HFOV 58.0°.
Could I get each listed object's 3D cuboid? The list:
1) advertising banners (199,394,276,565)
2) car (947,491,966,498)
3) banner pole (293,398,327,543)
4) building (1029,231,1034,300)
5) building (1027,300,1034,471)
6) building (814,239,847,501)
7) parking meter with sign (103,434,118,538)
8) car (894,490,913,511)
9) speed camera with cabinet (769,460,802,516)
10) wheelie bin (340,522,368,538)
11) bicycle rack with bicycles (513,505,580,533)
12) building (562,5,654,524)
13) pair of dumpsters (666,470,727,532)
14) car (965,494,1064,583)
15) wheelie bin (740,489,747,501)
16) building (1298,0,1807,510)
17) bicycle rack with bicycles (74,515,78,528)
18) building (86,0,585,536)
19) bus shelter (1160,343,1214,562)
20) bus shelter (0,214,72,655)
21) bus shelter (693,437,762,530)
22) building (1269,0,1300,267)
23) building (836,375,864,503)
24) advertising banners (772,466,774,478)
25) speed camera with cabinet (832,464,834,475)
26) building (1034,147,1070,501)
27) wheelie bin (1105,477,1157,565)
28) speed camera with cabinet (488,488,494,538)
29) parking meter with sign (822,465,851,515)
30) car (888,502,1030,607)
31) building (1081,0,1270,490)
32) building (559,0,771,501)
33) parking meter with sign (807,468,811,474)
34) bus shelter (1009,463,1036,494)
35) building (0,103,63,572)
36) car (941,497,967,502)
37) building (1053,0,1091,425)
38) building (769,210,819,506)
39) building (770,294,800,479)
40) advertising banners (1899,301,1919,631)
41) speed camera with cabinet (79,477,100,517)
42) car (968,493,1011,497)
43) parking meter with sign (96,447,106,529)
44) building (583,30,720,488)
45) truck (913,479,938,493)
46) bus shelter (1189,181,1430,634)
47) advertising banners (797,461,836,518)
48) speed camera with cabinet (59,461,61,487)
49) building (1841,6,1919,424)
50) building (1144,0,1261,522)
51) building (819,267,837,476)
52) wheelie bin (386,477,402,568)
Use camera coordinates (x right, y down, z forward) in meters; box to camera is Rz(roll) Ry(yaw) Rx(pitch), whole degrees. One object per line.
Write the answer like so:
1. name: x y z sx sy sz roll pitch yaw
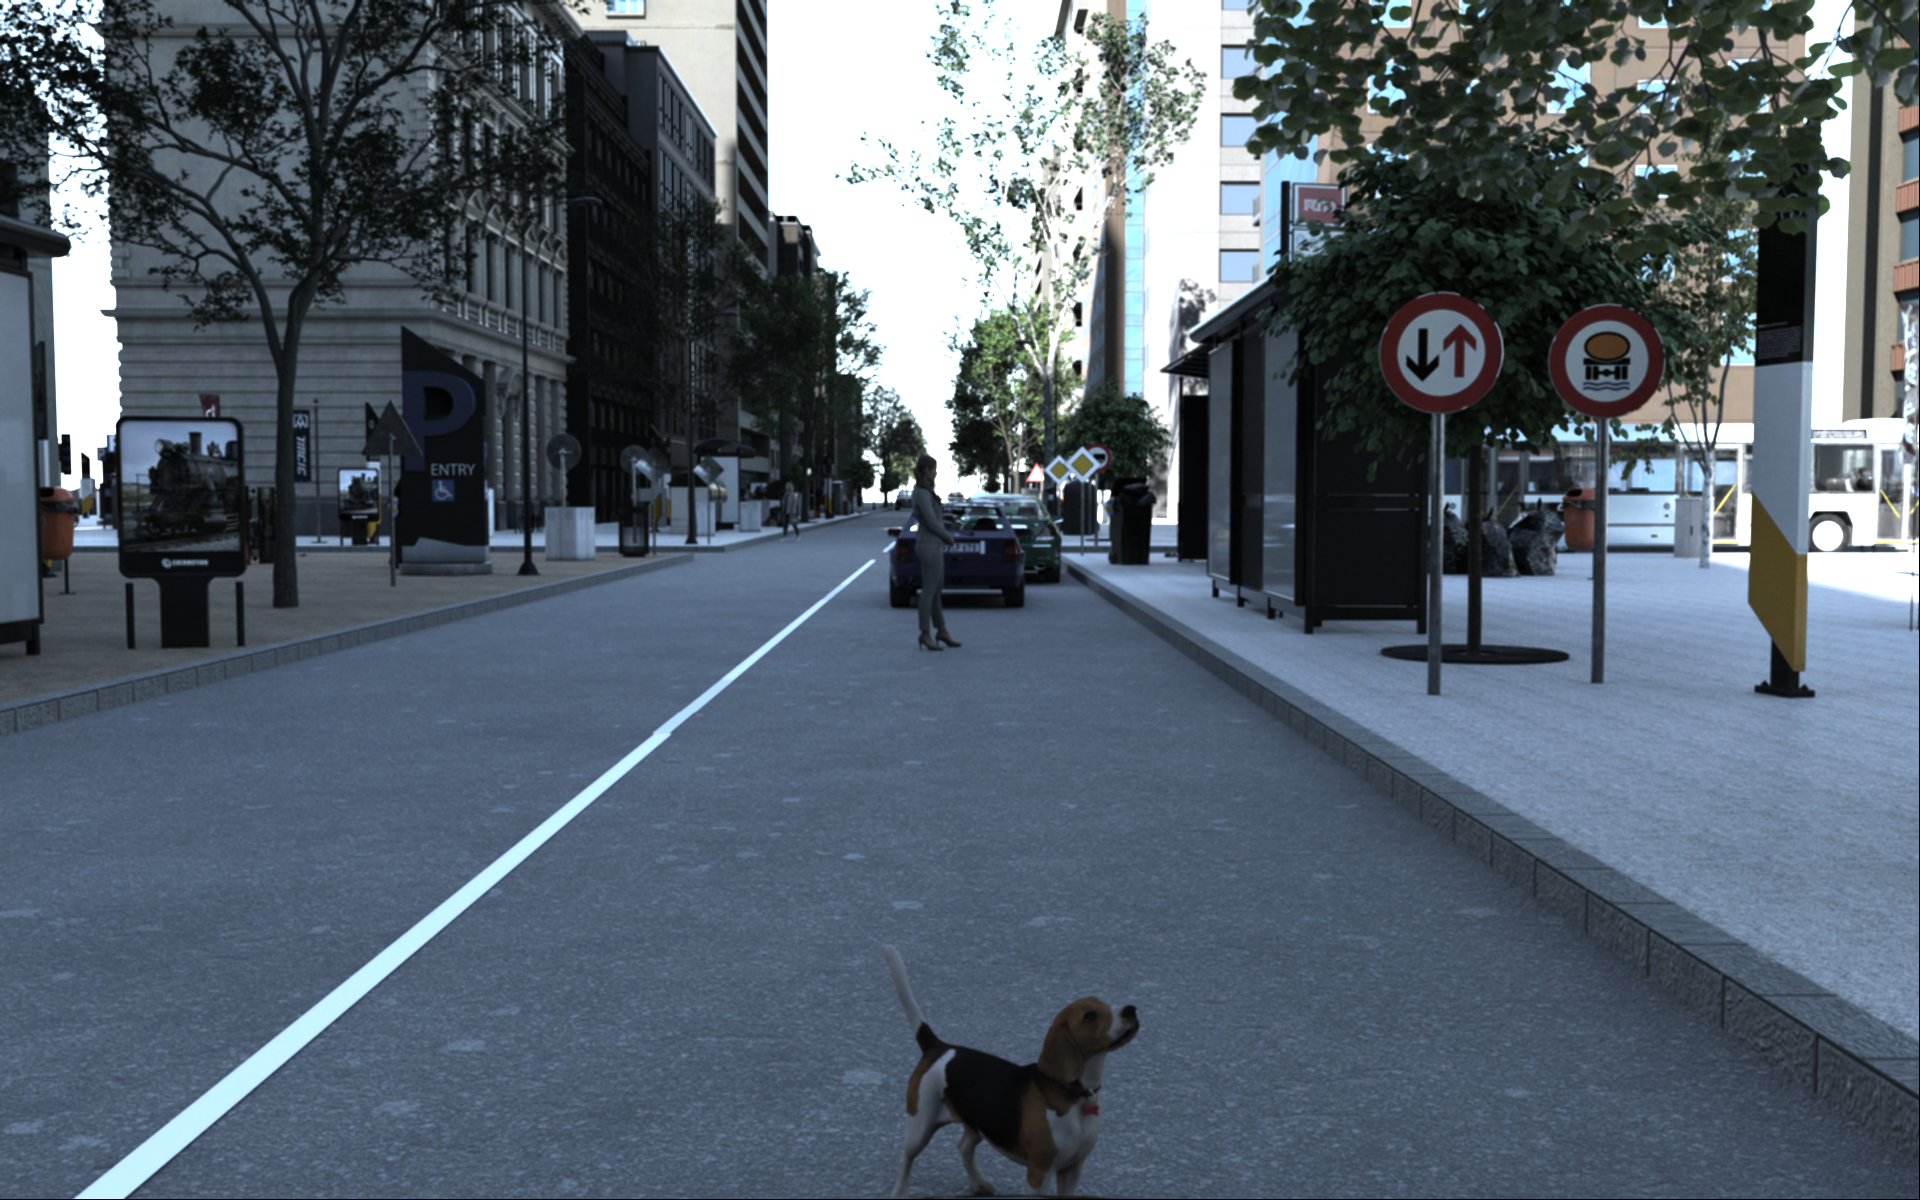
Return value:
1. advertising banners: -12.980 -2.143 31.225 0.090 3.025 2.074 1 4 15
2. car: -0.470 -12.093 206.389 2.281 1.827 5.304 0 3 0
3. banner pole: -17.047 -3.381 45.295 0.863 3.779 0.401 -1 4 -16
4. building: 17.627 -35.902 270.591 14.154 41.232 14.086 0 4 0
5. building: 16.901 -29.647 256.434 14.160 30.474 14.107 0 4 0
6. building: -31.972 -33.289 236.158 32.217 40.220 23.993 0 4 0
7. parking meter with sign: -24.519 -3.351 51.042 0.543 3.016 1.738 0 4 -6
8. car: -4.614 -8.763 151.946 2.281 1.827 5.304 0 4 0
9. speed camera with cabinet: -10.171 -6.585 101.993 2.038 3.252 0.660 1 4 12
10. wheelie bin: -17.883 -2.640 51.077 0.980 1.594 0.693 0 4 3
11. bicycle rack with bicycles: -13.690 -2.684 57.264 2.852 0.926 2.925 1 4 10
12. building: -21.675 -15.296 79.765 12.332 23.373 15.834 0 4 0
13. pair of dumpsters: -8.826 -3.398 58.047 1.574 2.255 4.437 0 4 0
14. car: 0.727 -1.078 29.429 2.131 1.459 4.920 0 4 0
15. wheelie bin: -13.260 -5.917 104.648 0.980 1.594 0.693 1 4 15
16. building: 18.168 -24.955 58.129 14.200 45.320 14.600 0 4 0
17. bicycle rack with bicycles: -32.968 -2.896 60.736 2.925 0.926 2.852 0 4 3
18. building: -20.838 -14.217 61.325 11.050 23.489 19.941 0 4 0
19. bus shelter: 4.643 -2.349 29.695 1.731 3.624 6.357 0 4 0
20. bus shelter: -8.136 -1.944 9.418 2.179 5.291 8.768 0 4 0
21. bus shelter: -8.698 -4.335 64.803 2.014 3.302 5.546 0 4 0
22. building: 17.789 -29.777 136.958 14.600 45.320 14.200 0 4 0
23. building: -29.282 -25.575 263.185 27.650 21.520 28.899 0 4 0
24. advertising banners: -11.614 -6.722 106.091 0.090 3.025 2.074 0 4 7
25. speed camera with cabinet: -8.198 -7.257 112.995 0.660 3.252 2.038 0 4 4
26. building: 21.307 -37.561 237.826 21.300 48.544 21.600 0 4 0
27. wheelie bin: 3.145 -1.448 31.575 0.980 1.594 0.693 -1 4 -20
28. speed camera with cabinet: -14.665 -3.431 50.436 2.038 3.252 0.660 -3 4 -36
29. parking meter with sign: -7.457 -6.652 105.015 1.738 3.016 0.543 2 4 27
30. car: -0.021 -0.655 23.290 1.945 1.354 3.894 0 4 1
31. building: 18.072 -30.644 151.132 14.600 45.320 14.200 0 4 0
32. building: -26.014 -30.920 129.241 21.300 48.544 21.600 0 4 0
33. parking meter with sign: -9.561 -7.422 117.616 1.738 3.016 0.543 -3 5 -43
34. bus shelter: 4.159 -7.375 114.501 2.014 3.302 5.546 0 4 0
35. building: -30.398 -42.955 14.993 31.000 86.520 22.319 0 4 0
36. car: -0.315 -2.620 55.420 1.945 1.354 3.894 0 3 0
37. building: 24.288 -35.693 172.823 28.713 52.752 27.495 0 4 0
38. building: -22.466 -24.846 177.931 14.160 30.474 14.107 0 4 0
39. building: -29.565 -19.049 156.483 27.650 21.520 28.899 0 4 0
40. advertising banners: 9.281 -1.239 16.453 2.074 3.025 0.090 -3 5 -41
41. speed camera with cabinet: -47.911 -6.237 96.312 0.660 3.252 2.038 2 4 24
42. car: 0.864 -2.378 47.679 1.959 1.807 4.718 0 4 -1
43. parking meter with sign: -31.045 -4.160 64.273 0.543 3.016 1.738 2 4 28
44. building: -22.470 -18.716 99.514 14.314 27.812 24.014 0 4 0
45. truck: -4.147 -13.783 215.116 2.967 4.110 18.799 0 3 0
46. bus shelter: 3.939 -2.590 19.977 2.179 5.291 8.768 0 4 0
47. advertising banners: -7.673 -5.875 92.249 2.074 3.025 0.090 0 4 -6
48. speed camera with cabinet: -24.702 -3.155 45.924 2.038 3.252 0.660 2 4 30
49. building: 47.689 -24.929 62.216 28.867 44.769 22.147 0 4 0
50. building: 20.322 -33.553 90.590 21.231 58.520 28.212 0 4 0
51. building: -22.943 -27.264 217.470 14.160 30.474 14.107 0 4 0
52. wheelie bin: -9.444 -1.353 30.028 0.693 1.594 0.980 1 4 22
